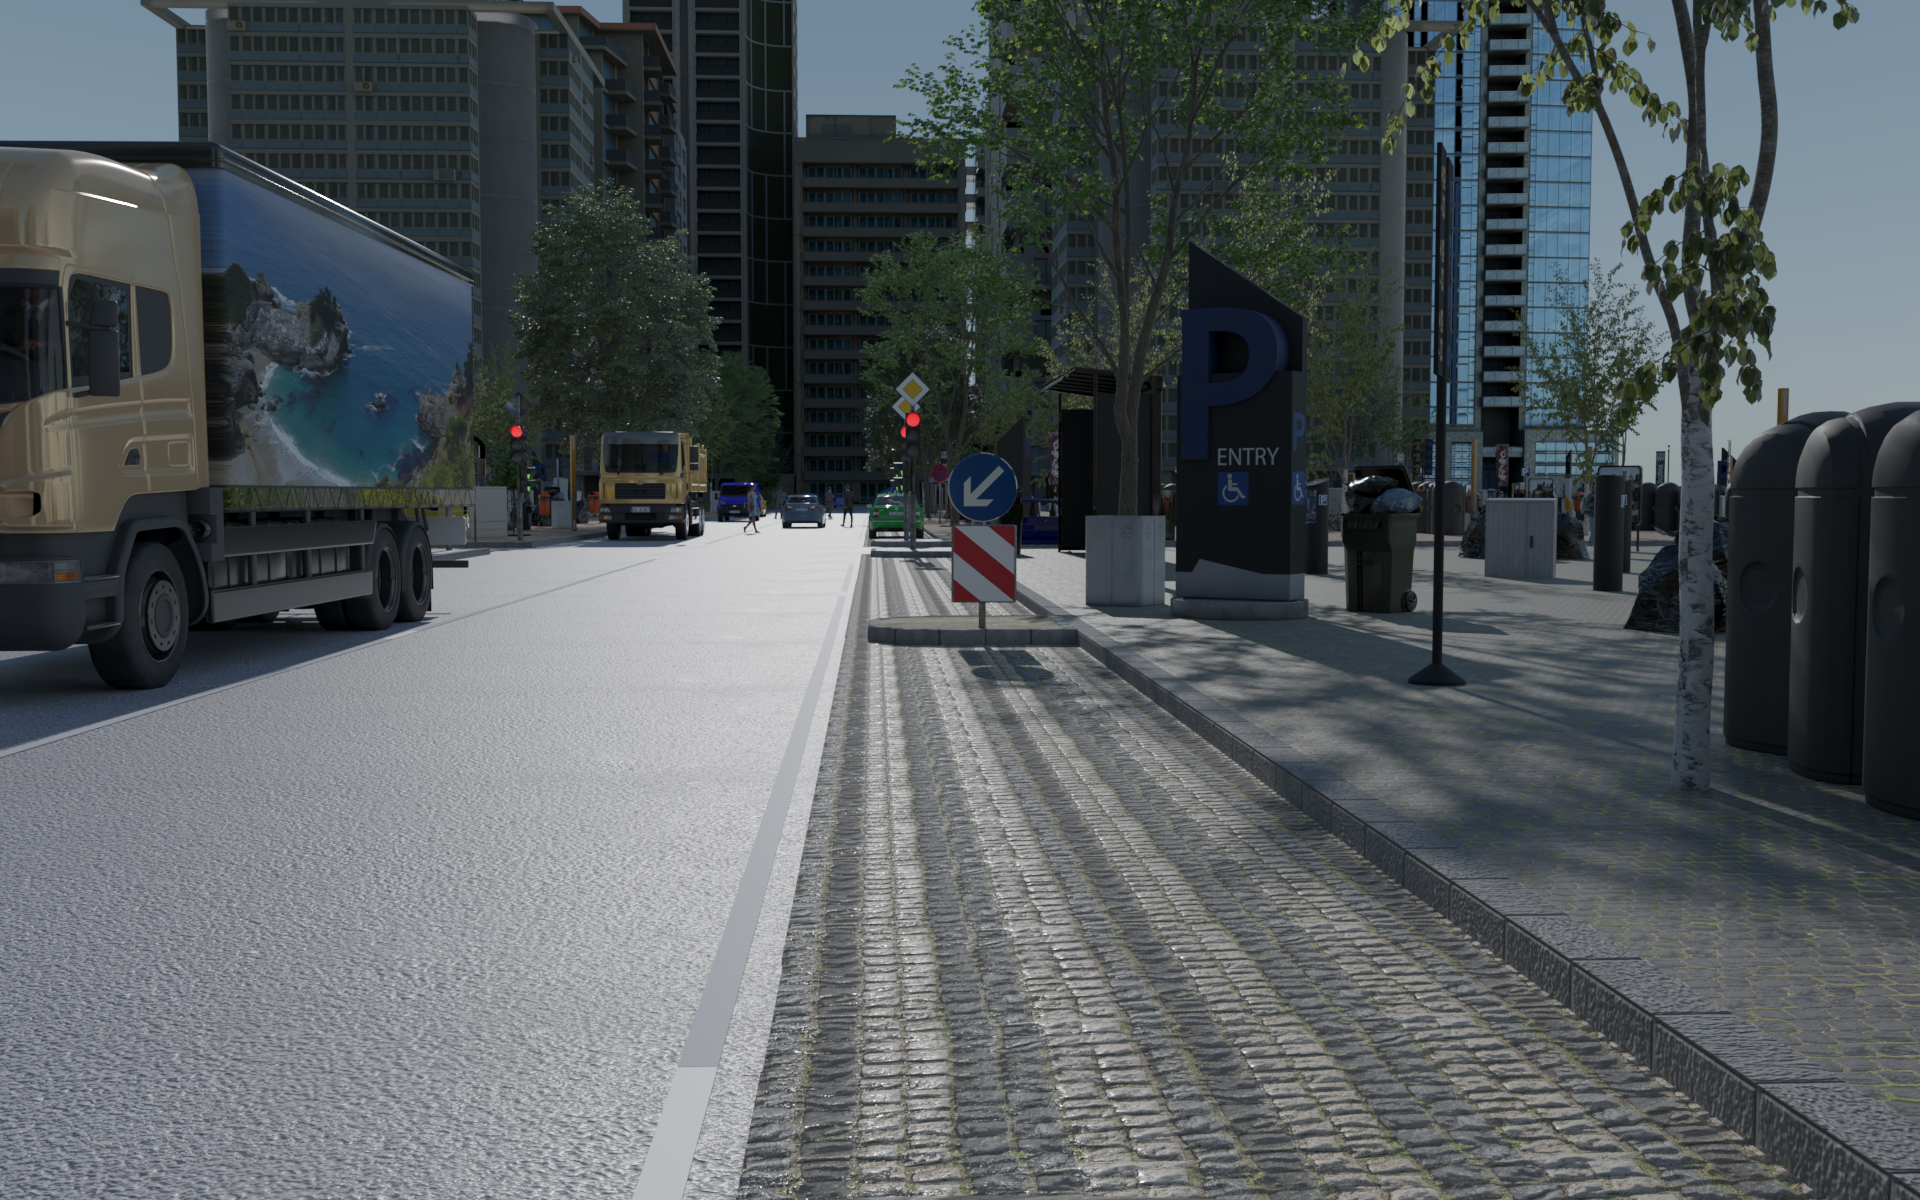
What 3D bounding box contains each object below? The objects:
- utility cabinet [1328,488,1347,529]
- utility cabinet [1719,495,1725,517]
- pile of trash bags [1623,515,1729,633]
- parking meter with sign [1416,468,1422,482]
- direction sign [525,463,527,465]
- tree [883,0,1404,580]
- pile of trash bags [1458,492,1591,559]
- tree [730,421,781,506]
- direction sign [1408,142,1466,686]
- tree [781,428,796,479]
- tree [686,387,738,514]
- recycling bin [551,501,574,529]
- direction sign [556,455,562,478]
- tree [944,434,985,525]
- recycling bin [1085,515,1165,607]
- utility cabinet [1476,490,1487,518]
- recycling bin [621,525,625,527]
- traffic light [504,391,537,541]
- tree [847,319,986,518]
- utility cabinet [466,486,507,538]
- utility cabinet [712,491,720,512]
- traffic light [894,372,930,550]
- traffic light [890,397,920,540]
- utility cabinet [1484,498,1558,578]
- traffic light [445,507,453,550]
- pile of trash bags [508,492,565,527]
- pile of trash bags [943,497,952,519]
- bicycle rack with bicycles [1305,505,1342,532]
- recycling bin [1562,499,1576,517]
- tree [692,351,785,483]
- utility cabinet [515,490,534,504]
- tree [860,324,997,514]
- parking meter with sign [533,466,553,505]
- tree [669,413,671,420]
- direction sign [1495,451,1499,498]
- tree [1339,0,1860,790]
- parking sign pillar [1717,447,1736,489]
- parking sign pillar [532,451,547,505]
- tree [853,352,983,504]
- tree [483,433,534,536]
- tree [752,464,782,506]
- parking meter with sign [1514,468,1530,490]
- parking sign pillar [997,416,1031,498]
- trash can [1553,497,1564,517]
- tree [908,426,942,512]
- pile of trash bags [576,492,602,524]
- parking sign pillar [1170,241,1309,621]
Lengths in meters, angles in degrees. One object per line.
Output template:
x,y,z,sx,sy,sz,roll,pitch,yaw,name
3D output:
13.486,-3.291,62.493,1.173,1.500,0.318,2,4,30,utility cabinet
33.773,-4.056,77.479,0.306,1.237,1.020,-2,4,-34,utility cabinet
8.103,-0.429,16.767,3.447,1.369,1.912,-3,4,-37,pile of trash bags
29.776,-7.229,114.463,0.543,3.016,1.738,-2,4,-26,parking meter with sign
-23.562,-6.172,92.903,0.876,3.537,0.379,2,4,24,direction sign
2.546,-6.104,25.554,9.928,11.665,9.643,0,3,0,tree
11.869,-1.526,34.700,3.447,1.369,1.912,-1,4,-18,pile of trash bags
-18.960,-12.524,155.122,4.360,8.622,3.978,0,3,0,tree
3.233,-1.201,11.640,0.379,3.537,0.876,1,4,21,direction sign
-19.527,-14.215,182.772,4.360,8.622,3.978,0,3,0,tree
-16.656,-10.009,114.002,4.737,8.622,4.395,0,3,0,tree
-14.558,-3.125,63.645,0.722,1.027,0.722,-2,4,-31,recycling bin
-23.505,-6.704,101.605,0.379,3.537,0.876,-3,4,-36,direction sign
0.442,-3.743,55.797,1.663,3.219,1.824,0,3,0,tree
1.920,-0.460,20.081,0.722,1.027,0.722,2,4,30,recycling bin
26.570,-4.870,88.309,0.318,1.500,1.173,0,4,-1,utility cabinet
-13.476,-3.401,68.167,0.722,1.027,0.722,1,4,9,recycling bin
-12.053,-3.579,47.431,0.839,4.253,0.868,0,4,-3,traffic light
-2.002,-9.658,92.316,7.601,10.594,8.767,1,4,20,tree
-13.870,-2.570,50.694,1.173,1.500,0.318,-3,5,-42,utility cabinet
-16.780,-6.818,120.151,0.318,1.500,1.173,3,4,37,utility cabinet
-1.107,-3.124,39.997,0.839,4.253,0.868,0,4,-3,traffic light
-1.506,-3.612,47.972,0.839,4.253,0.868,0,4,-3,traffic light
8.638,-0.950,26.689,1.020,1.237,0.306,2,4,29,utility cabinet
-11.654,-3.091,39.456,0.839,4.253,0.868,0,4,-3,traffic light
-16.809,-3.611,68.795,1.912,1.369,3.447,-2,4,-26,pile of trash bags
-0.007,-4.834,88.781,1.912,1.369,3.447,1,4,12,pile of trash bags
12.092,-2.738,58.152,2.925,0.926,2.852,-1,4,-13,bicycle rack with bicycles
32.143,-4.822,91.391,0.722,1.027,0.722,3,5,44,recycling bin
-17.717,-13.412,137.415,7.486,12.596,7.792,0,3,0,tree
-23.035,-5.075,91.648,1.173,1.500,0.318,3,4,38,utility cabinet
-2.009,-12.057,114.141,9.611,12.733,9.660,0,3,0,tree
-25.342,-6.731,106.311,1.738,3.016,0.543,0,4,2,parking meter with sign
-17.191,-12.062,122.971,9.928,11.665,9.643,0,3,0,tree
28.493,-6.098,91.701,0.379,3.537,0.876,0,4,-3,direction sign
2.960,-3.483,7.317,4.360,8.622,3.978,0,3,0,tree
44.073,-6.788,99.460,1.447,3.967,1.447,-1,4,-16,parking sign pillar
-26.667,-7.424,109.851,1.447,3.967,1.447,1,4,9,parking sign pillar
-3.410,-13.800,135.994,12.009,13.543,11.850,0,3,0,tree
-13.665,-3.574,53.033,1.663,3.219,1.824,0,3,0,tree
-18.996,-11.326,168.891,4.285,4.588,4.351,0,3,0,tree
36.919,-7.223,114.355,0.543,3.016,1.738,3,5,45,parking meter with sign
1.882,-4.399,60.396,1.447,3.967,1.447,-3,5,-41,parking sign pillar
26.829,-4.067,78.151,0.748,1.137,0.748,0,3,0,trash can
-2.591,-10.607,123.791,4.737,8.622,4.395,0,3,0,tree
-16.730,-3.994,75.057,3.447,1.369,1.912,3,4,38,pile of trash bags
2.944,-1.815,18.142,1.447,3.967,1.447,2,4,33,parking sign pillar
